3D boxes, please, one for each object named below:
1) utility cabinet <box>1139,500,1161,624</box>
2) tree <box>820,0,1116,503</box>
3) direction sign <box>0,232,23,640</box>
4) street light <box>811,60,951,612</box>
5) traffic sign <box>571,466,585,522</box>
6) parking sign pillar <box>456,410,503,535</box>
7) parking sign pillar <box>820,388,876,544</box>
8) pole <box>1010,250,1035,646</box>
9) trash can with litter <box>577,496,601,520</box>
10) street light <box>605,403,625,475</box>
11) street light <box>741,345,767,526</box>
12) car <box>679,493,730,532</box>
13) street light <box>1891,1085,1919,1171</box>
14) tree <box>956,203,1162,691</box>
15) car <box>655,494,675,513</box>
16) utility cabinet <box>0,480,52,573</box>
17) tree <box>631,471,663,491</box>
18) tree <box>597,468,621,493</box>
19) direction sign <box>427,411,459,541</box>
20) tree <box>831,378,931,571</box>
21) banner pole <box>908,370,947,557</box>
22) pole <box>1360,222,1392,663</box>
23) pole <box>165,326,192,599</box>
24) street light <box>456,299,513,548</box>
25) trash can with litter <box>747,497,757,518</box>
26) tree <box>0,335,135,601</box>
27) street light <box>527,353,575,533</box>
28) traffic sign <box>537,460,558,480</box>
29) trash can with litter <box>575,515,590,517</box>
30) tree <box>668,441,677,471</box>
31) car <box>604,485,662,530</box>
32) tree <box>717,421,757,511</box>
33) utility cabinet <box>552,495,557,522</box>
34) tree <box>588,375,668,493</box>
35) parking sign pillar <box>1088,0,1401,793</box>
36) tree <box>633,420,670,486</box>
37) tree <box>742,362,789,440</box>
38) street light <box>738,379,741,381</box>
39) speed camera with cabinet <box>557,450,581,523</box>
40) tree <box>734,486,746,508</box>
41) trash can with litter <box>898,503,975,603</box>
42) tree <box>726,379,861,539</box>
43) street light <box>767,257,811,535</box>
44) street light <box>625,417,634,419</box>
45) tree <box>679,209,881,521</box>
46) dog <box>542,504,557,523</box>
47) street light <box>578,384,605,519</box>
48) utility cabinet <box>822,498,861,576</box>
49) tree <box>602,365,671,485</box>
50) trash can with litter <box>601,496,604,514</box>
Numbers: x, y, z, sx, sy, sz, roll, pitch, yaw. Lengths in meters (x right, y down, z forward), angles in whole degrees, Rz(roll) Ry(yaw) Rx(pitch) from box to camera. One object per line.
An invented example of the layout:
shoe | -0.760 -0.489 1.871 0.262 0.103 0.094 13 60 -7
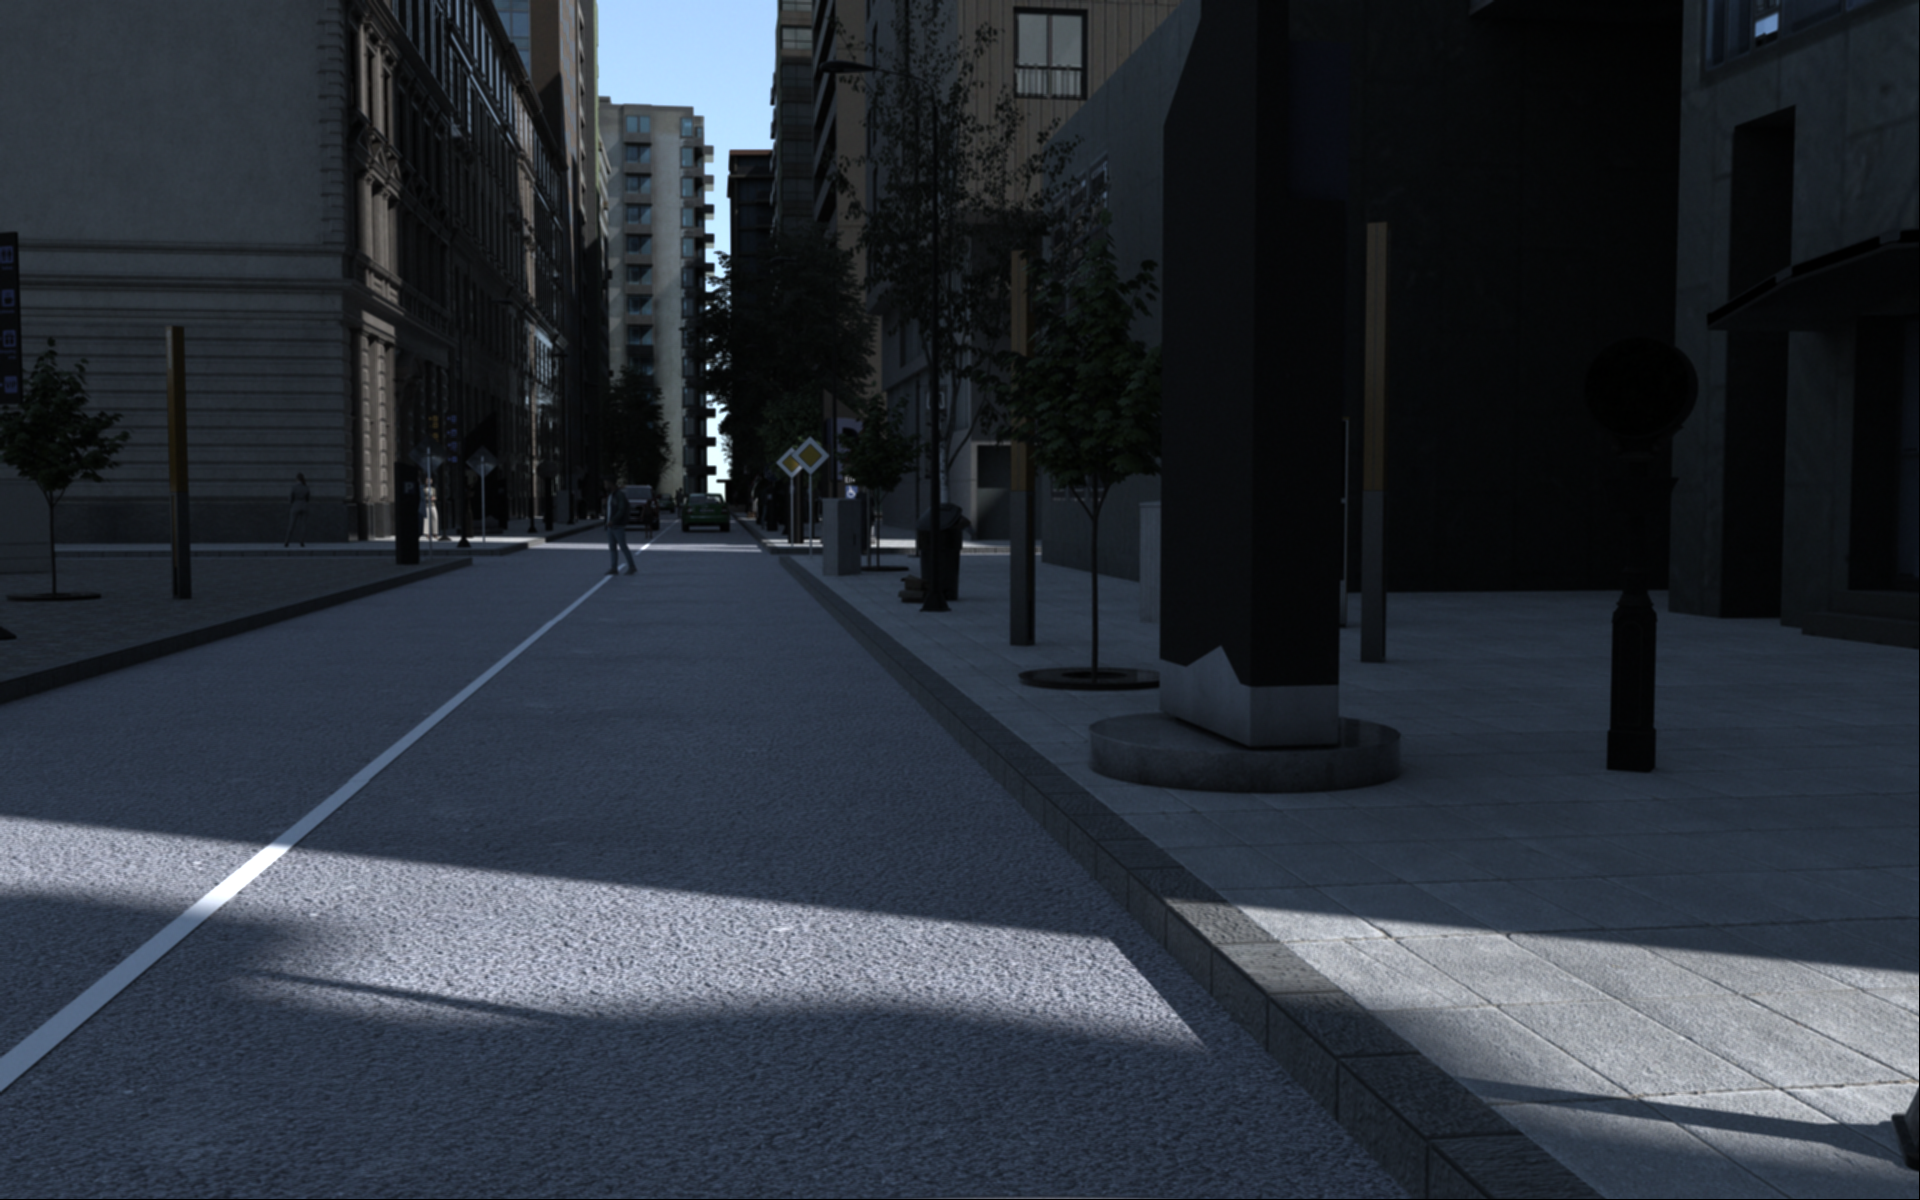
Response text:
utility cabinet | 2.170 -0.357 17.006 0.306 1.237 1.020 -2 4 -31
tree | -0.130 -4.556 24.851 4.360 8.622 3.978 0 3 0
direction sign | -8.552 -1.419 15.195 0.876 3.537 0.379 1 4 20
street light | -0.808 -2.828 18.787 1.470 5.913 1.316 -1 4 -8
traffic sign | -17.367 -4.789 78.406 0.768 2.556 0.104 0 4 -7
parking sign pillar | -15.362 -4.088 55.316 1.447 3.967 1.447 2 4 26
parking sign pillar | -2.881 -3.426 44.494 1.447 3.967 1.447 -2 4 -30
pole | 0.531 -1.271 14.622 0.158 3.312 0.155 0 3 0
trash can with litter | -18.752 -4.634 87.151 1.055 1.170 0.624 0 4 -8
street light | -18.111 -7.113 88.844 1.470 5.913 1.316 -1 4 -8
street light | -5.981 -4.992 54.161 1.470 5.913 1.316 -1 4 -8
car | -9.879 -3.565 67.083 1.959 1.807 4.718 -1 4 -10
street light | 1.444 -1.870 3.111 1.470 5.913 1.316 -1 4 -8
tree | 0.961 -1.039 11.582 1.663 3.219 1.824 0 3 0
car | -22.462 -7.458 130.733 1.959 1.807 4.718 0 4 -8
utility cabinet | -15.381 -1.180 27.977 1.173 1.500 0.318 -3 5 -44
tree | -32.724 -12.085 181.299 4.285 4.588 4.351 0 3 0
tree | -23.305 -7.418 115.889 1.663 3.219 1.824 0 3 0
direction sign | -14.178 -3.397 47.545 0.876 3.537 0.379 1 4 10
tree | -1.447 -2.118 29.224 1.663 3.219 1.824 0 3 0
banner pole | -0.644 -2.757 35.094 0.863 3.779 0.401 1 4 15
pole | 3.159 -1.180 13.141 0.158 3.312 0.155 0 3 0
pole | -9.538 -1.669 21.135 0.158 3.312 0.155 0 3 0
street light | -11.348 -4.210 41.380 1.470 5.913 1.316 -1 4 -8
trash can with litter | -10.899 -4.903 91.547 0.624 1.170 1.055 1 4 10
tree | -10.963 -1.624 21.156 1.663 3.219 1.824 0 3 0
street light | -13.614 -5.178 57.202 1.470 5.913 1.316 -1 4 -8
traffic sign | -15.621 -4.004 65.569 0.768 2.556 0.104 0 4 -7
trash can with litter | -21.083 -5.142 95.127 2.233 1.210 1.678 0 4 1
tree | -32.837 -14.469 186.928 4.360 8.622 3.978 0 3 0
car | -13.183 -3.751 70.000 2.281 1.827 5.304 -1 4 -9
tree | -16.231 -11.043 130.916 4.360 8.622 3.978 0 3 0
utility cabinet | -18.264 -4.193 79.716 1.020 1.237 0.306 -2 4 -29
tree | -21.445 -9.660 108.307 4.360 8.622 3.978 0 3 0
parking sign pillar | 1.325 -1.195 8.016 1.447 3.967 1.447 -1 4 -11
tree | -30.406 -13.414 169.682 4.737 8.622 4.395 0 3 0
tree | -9.580 -8.497 89.293 4.737 8.622 4.395 0 3 0
street light | -8.227 -5.950 69.831 1.470 5.913 1.316 -1 4 -8
speed camera with cabinet | -17.310 -5.039 76.722 0.660 3.252 2.038 0 4 3
tree | -20.657 -10.380 164.316 1.663 3.219 1.824 0 3 0
trash can with litter | -0.299 -0.572 20.746 0.624 1.170 1.055 2 4 24
tree | -4.288 -4.024 49.505 4.285 4.588 4.351 0 3 0
street light | -3.018 -3.771 34.193 1.470 5.913 1.316 -1 4 -8
street light | -20.332 -8.056 104.249 1.470 5.913 1.316 -1 4 -8
tree | -7.997 -10.558 79.283 9.857 13.997 8.962 0 3 0
dog | -18.598 -3.893 78.027 0.800 0.831 0.513 2 4 35
street light | -15.886 -6.143 72.982 1.470 5.913 1.316 -1 4 -8
utility cabinet | -1.871 -1.004 27.584 0.306 1.237 1.020 1 4 17
tree | -28.997 -14.266 151.369 7.486 12.596 7.792 0 3 0
trash can with litter | -23.127 -6.145 111.851 0.624 1.170 1.055 0 4 8
